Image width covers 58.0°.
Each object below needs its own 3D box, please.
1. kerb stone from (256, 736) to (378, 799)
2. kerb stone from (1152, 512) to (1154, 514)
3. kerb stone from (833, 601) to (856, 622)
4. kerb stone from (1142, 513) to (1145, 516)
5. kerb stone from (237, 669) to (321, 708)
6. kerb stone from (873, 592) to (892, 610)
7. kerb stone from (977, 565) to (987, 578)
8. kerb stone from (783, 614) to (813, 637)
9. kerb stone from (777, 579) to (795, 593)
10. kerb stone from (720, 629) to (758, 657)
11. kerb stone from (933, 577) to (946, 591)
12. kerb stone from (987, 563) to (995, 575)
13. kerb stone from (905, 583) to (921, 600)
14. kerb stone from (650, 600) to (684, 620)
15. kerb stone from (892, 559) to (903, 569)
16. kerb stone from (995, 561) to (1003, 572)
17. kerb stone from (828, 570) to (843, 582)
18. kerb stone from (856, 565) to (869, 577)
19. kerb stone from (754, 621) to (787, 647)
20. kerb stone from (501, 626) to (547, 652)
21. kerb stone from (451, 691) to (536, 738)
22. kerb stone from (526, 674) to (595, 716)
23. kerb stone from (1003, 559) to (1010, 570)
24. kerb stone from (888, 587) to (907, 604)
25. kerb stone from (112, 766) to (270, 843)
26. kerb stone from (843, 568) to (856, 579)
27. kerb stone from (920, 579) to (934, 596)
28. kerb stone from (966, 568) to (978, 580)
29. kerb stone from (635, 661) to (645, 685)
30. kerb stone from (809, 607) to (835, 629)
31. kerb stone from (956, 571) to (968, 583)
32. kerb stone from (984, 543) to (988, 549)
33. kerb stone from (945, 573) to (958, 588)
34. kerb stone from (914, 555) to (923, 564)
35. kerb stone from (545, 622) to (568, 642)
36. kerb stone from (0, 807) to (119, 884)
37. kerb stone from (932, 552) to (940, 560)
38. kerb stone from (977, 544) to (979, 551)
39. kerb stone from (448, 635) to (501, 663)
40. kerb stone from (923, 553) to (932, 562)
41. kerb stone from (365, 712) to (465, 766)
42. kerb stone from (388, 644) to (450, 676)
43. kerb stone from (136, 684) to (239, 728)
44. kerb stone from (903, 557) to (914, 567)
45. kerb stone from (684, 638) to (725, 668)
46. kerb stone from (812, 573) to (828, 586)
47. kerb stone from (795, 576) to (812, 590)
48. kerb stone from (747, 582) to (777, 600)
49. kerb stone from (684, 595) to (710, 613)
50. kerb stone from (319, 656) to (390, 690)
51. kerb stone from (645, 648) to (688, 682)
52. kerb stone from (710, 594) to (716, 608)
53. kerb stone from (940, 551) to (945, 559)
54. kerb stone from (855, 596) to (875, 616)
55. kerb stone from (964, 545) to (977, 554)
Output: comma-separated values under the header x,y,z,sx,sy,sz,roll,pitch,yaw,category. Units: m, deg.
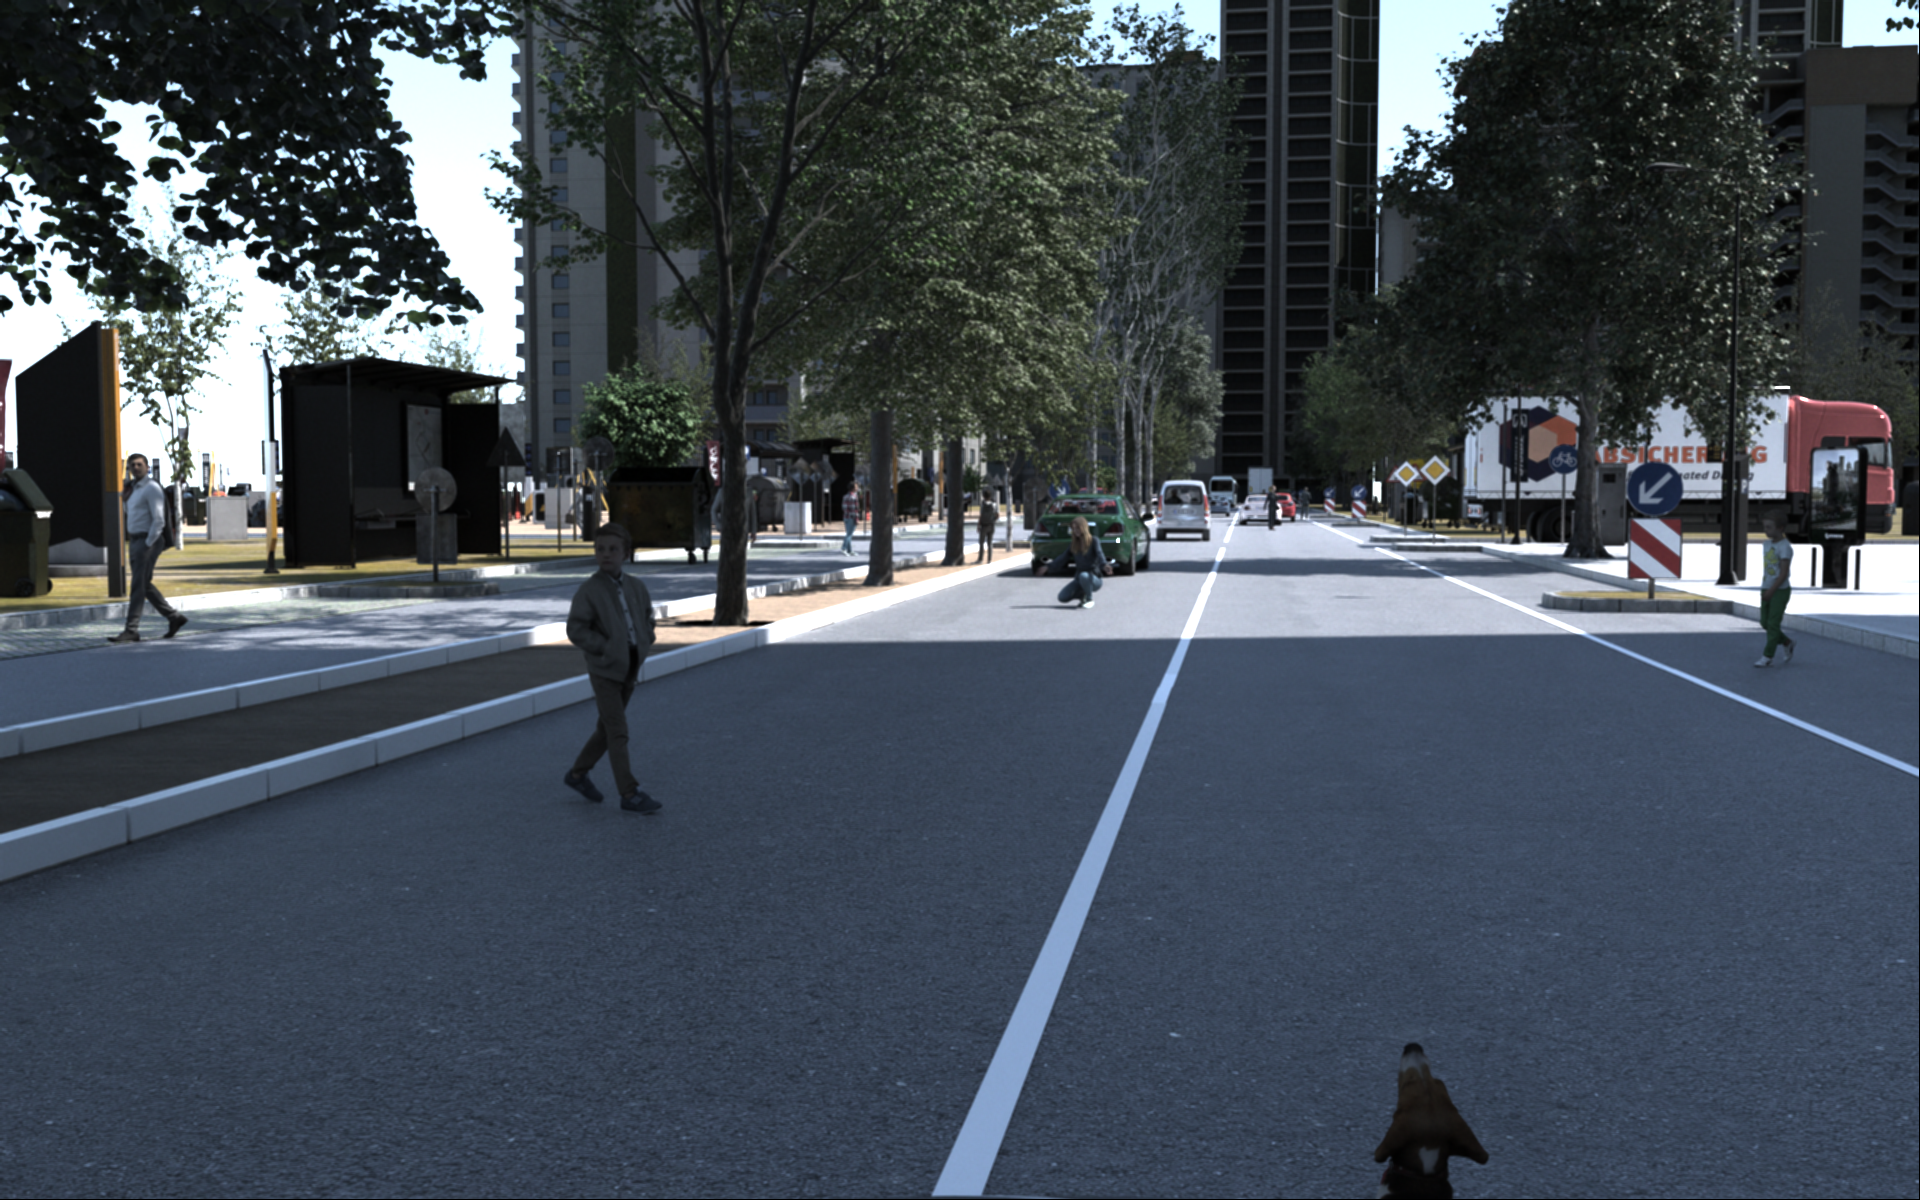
x,y,z,sx,sy,sz,roll,pitch,yaw,category
-3.215,0.836,8.623,0.120,0.150,1.000,1,4,9,kerb stone
14.161,-6.401,126.939,0.120,0.150,1.000,1,4,9,kerb stone
-1.380,0.150,19.745,0.120,0.150,1.000,1,4,9,kerb stone
12.654,-5.848,117.817,0.120,0.150,1.000,1,4,9,kerb stone
-4.774,0.622,12.031,0.120,0.150,1.000,1,4,9,kerb stone
-1.046,0.029,21.768,0.120,0.150,1.000,1,4,9,kerb stone
0.285,-0.468,29.842,0.120,0.150,1.000,1,4,9,kerb stone
-1.715,0.274,17.716,0.120,0.150,1.000,1,4,9,kerb stone
-2.621,-0.181,25.152,0.120,0.150,1.000,1,4,9,kerb stone
-2.049,0.398,15.690,0.120,0.150,1.000,1,4,9,kerb stone
-0.386,-0.221,25.803,0.120,0.150,1.000,1,4,9,kerb stone
0.449,-0.528,30.853,0.120,0.150,1.000,1,4,9,kerb stone
-0.716,-0.097,23.786,0.120,0.150,1.000,1,4,9,kerb stone
-3.448,0.128,20.103,0.120,0.150,1.000,1,4,9,kerb stone
-1.293,-0.673,33.237,0.120,0.150,1.000,1,4,9,kerb stone
0.617,-0.588,31.866,0.120,0.150,1.000,1,4,9,kerb stone
-2.126,-0.366,28.179,0.120,0.150,1.000,1,4,9,kerb stone
-1.780,-0.484,30.199,0.120,0.150,1.000,1,4,9,kerb stone
-1.877,0.336,16.697,0.120,0.150,1.000,1,4,9,kerb stone
-4.111,0.379,16.069,0.120,0.150,1.000,1,4,9,kerb stone
-2.882,0.709,10.643,0.120,0.150,1.000,1,4,9,kerb stone
-2.718,0.645,11.651,0.120,0.150,1.000,1,4,9,kerb stone
0.782,-0.653,32.876,0.120,0.150,1.000,1,4,9,kerb stone
-0.890,-0.036,22.779,0.120,0.150,1.000,1,4,9,kerb stone
-3.380,0.895,7.615,0.120,0.150,1.000,1,4,9,kerb stone
-1.958,-0.425,29.187,0.120,0.150,1.000,1,4,9,kerb stone
-0.549,-0.159,24.794,0.120,0.150,1.000,1,4,9,kerb stone
0.117,-0.406,28.833,0.120,0.150,1.000,1,4,9,kerb stone
-2.553,0.584,12.665,0.120,0.150,1.000,1,4,9,kerb stone
-1.556,0.216,18.736,0.120,0.150,1.000,1,4,9,kerb stone
-0.057,-0.341,27.821,0.120,0.150,1.000,1,4,9,kerb stone
0.545,-1.353,44.367,0.120,0.150,1.000,1,4,9,kerb stone
-0.217,-0.276,26.811,0.120,0.150,1.000,1,4,9,kerb stone
-0.958,-0.791,35.258,0.120,0.150,1.000,1,4,9,kerb stone
-3.946,0.313,17.078,0.120,0.150,1.000,1,4,9,kerb stone
-3.550,0.955,6.600,0.120,0.150,1.000,1,4,9,kerb stone
-0.626,-0.921,37.275,0.120,0.150,1.000,1,4,9,kerb stone
0.387,-1.293,43.355,0.120,0.150,1.000,1,4,9,kerb stone
-4.278,0.437,15.057,0.120,0.150,1.000,1,4,9,kerb stone
-0.791,-0.861,36.266,0.120,0.150,1.000,1,4,9,kerb stone
-3.047,0.774,9.634,0.120,0.150,1.000,1,4,9,kerb stone
-4.445,0.500,14.049,0.120,0.150,1.000,1,4,9,kerb stone
-4.948,0.684,11.019,0.120,0.150,1.000,1,4,9,kerb stone
-1.116,-0.731,34.244,0.120,0.150,1.000,1,4,9,kerb stone
-2.217,0.460,14.681,0.120,0.150,1.000,1,4,9,kerb stone
-2.285,-0.304,27.169,0.120,0.150,1.000,1,4,9,kerb stone
-2.454,-0.242,26.160,0.120,0.150,1.000,1,4,9,kerb stone
-2.781,-0.118,24.141,0.120,0.150,1.000,1,4,9,kerb stone
-3.284,0.066,21.112,0.120,0.150,1.000,1,4,9,kerb stone
-4.611,0.564,13.040,0.120,0.150,1.000,1,4,9,kerb stone
-2.382,0.521,13.673,0.120,0.150,1.000,1,4,9,kerb stone
-3.110,0.007,22.119,0.120,0.150,1.000,1,4,9,kerb stone
-0.448,-0.984,38.286,0.120,0.150,1.000,1,4,9,kerb stone
-1.218,0.088,20.760,0.120,0.150,1.000,1,4,9,kerb stone
0.215,-1.233,42.347,0.120,0.150,1.000,1,4,9,kerb stone
